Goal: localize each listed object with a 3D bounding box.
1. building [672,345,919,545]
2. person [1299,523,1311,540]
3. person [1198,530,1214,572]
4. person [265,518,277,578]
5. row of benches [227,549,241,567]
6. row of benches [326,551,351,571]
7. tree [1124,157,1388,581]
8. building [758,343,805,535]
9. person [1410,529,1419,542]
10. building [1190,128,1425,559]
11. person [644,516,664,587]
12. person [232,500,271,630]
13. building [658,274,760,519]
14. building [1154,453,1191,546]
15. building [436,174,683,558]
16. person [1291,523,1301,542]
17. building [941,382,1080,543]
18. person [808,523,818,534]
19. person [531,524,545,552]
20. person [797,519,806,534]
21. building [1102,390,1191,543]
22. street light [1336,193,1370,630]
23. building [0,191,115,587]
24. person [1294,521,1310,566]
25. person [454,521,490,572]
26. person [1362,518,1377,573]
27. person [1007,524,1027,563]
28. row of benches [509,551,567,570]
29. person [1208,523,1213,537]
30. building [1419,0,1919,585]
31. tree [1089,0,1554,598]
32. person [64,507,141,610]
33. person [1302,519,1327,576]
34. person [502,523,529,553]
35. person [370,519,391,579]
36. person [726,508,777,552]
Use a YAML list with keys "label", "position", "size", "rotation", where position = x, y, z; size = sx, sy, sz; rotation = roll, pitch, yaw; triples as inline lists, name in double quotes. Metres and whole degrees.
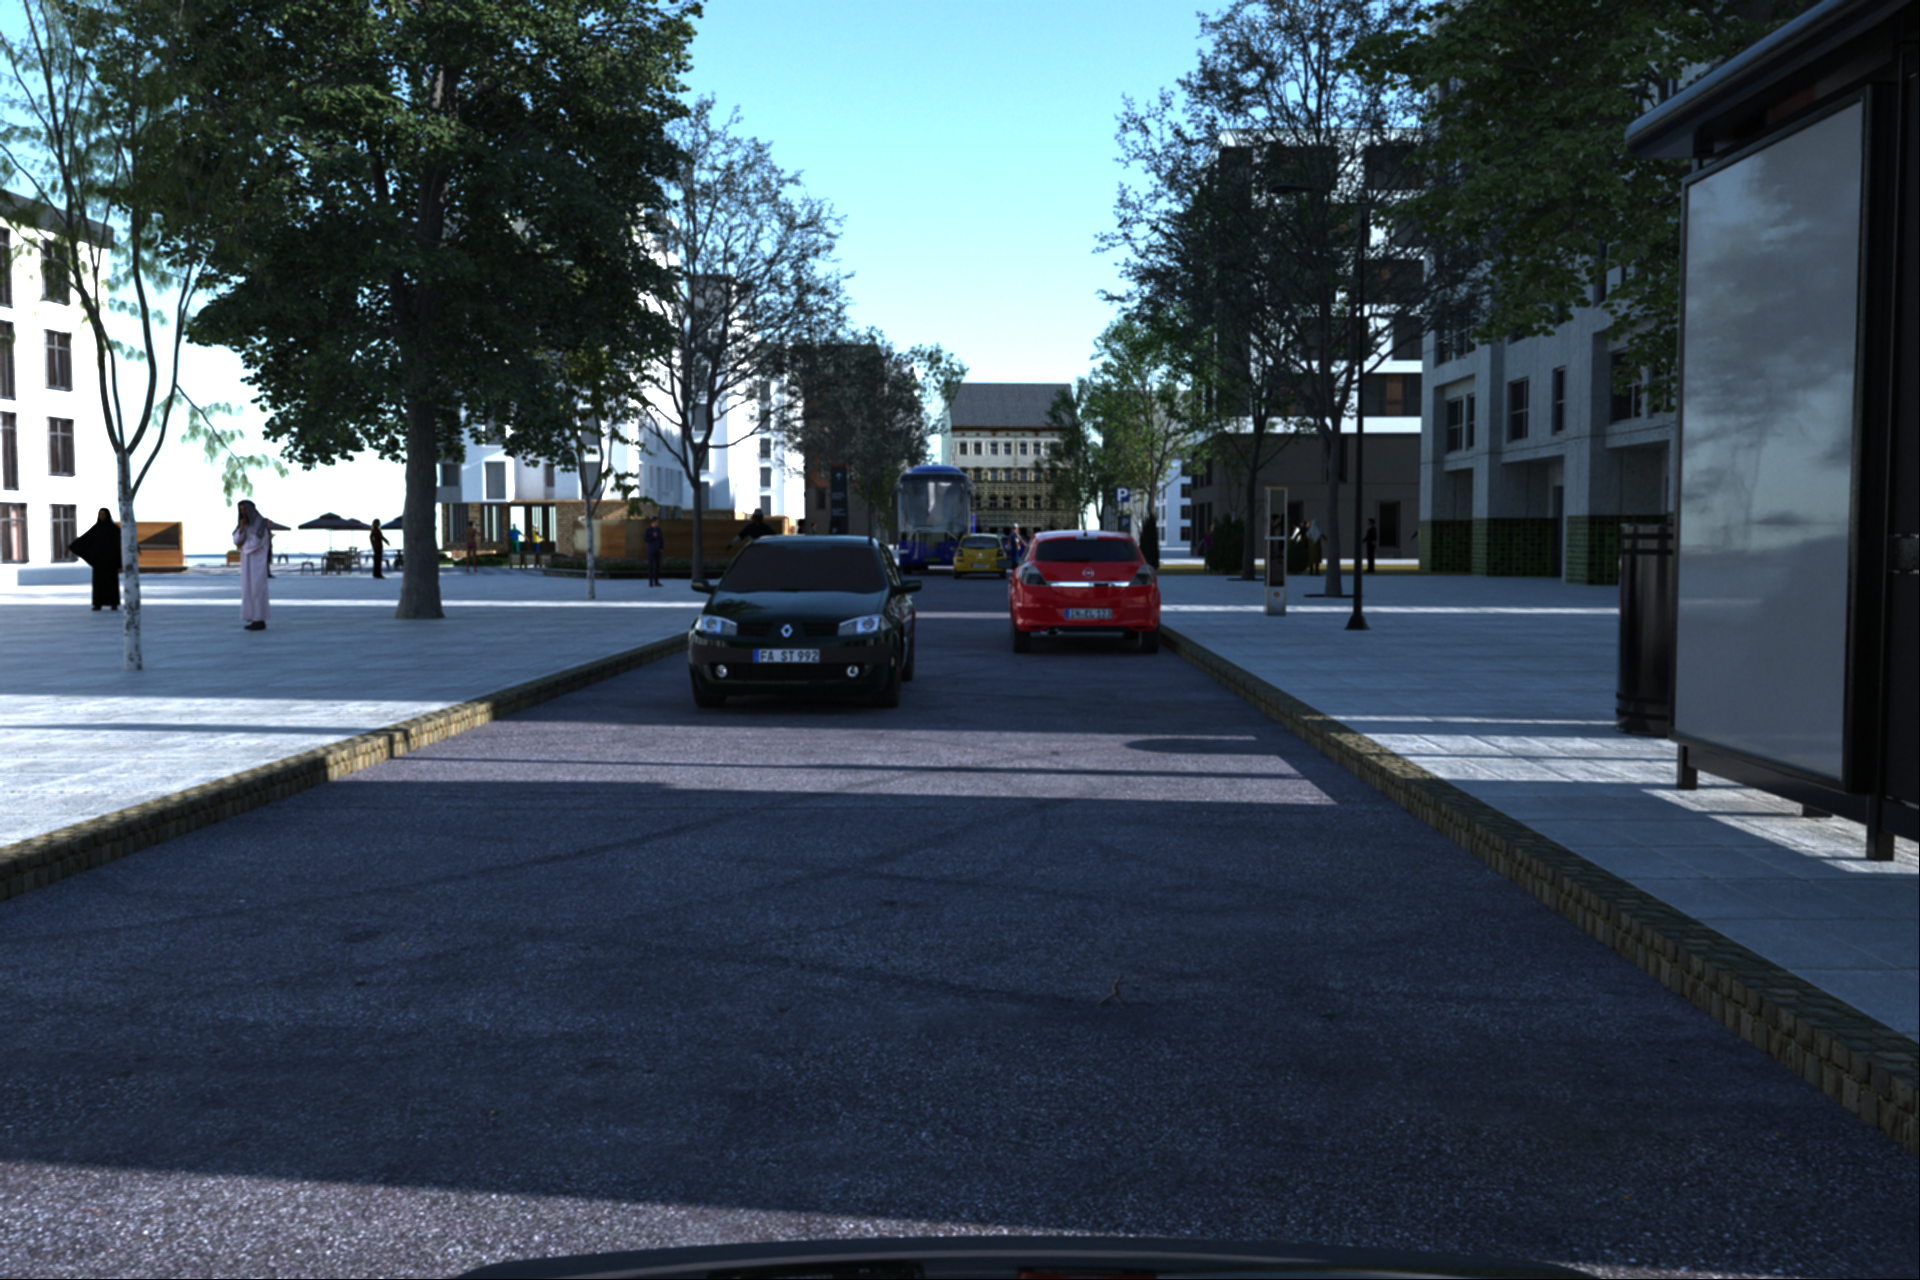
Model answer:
- label: "building"
  position: [-19.365, -21.971, 203.198]
  size: [27.936, 21.610, 32.646]
  rotation: [0, 4, 1]
- label: "person"
  position: [17.108, -4.934, 86.438]
  size: [1.354, 1.858, 0.705]
  rotation: [-1, 4, -12]
- label: "person"
  position: [8.357, -2.979, 57.974]
  size: [0.991, 1.433, 0.599]
  rotation: [-2, 4, -30]
- label: "person"
  position: [-20.134, -2.695, 50.641]
  size: [0.750, 1.759, 0.617]
  rotation: [1, 4, 16]
- label: "row of benches"
  position: [-28.674, -3.246, 68.530]
  size: [1.422, 0.672, 4.104]
  rotation: [-1, 4, -22]
- label: "row of benches"
  position: [-22.426, -2.879, 62.540]
  size: [1.422, 0.672, 4.104]
  rotation: [-1, 4, -16]
- label: "tree"
  position: [8.092, -7.439, 47.387]
  size: [9.928, 11.665, 9.643]
  rotation: [0, 3, 0]
- label: "building"
  position: [-21.930, -19.339, 172.620]
  size: [16.016, 20.090, 11.380]
  rotation: [0, 4, 1]
- label: "person"
  position: [19.847, -4.169, 74.129]
  size: [1.349, 1.833, 0.705]
  rotation: [3, 4, 39]
- label: "building"
  position: [27.595, -15.879, 103.599]
  size: [27.936, 21.610, 32.646]
  rotation: [0, 4, 2]
- label: "person"
  position: [-7.497, -2.170, 42.438]
  size: [0.541, 1.710, 0.530]
  rotation: [-2, 4, -35]
- label: "person"
  position: [-9.519, -1.012, 23.257]
  size: [0.551, 1.740, 0.621]
  rotation: [1, 4, 10]
- label: "building"
  position: [-21.538, -16.568, 127.302]
  size: [16.016, 20.090, 11.380]
  rotation: [0, 4, 2]
- label: "building"
  position: [25.883, -14.528, 179.675]
  size: [9.099, 9.664, 28.070]
  rotation: [0, 4, 1]
- label: "building"
  position: [-22.114, -14.443, 92.556]
  size: [16.016, 20.090, 11.380]
  rotation: [0, 4, 1]
- label: "person"
  position: [15.720, -4.586, 81.166]
  size: [0.705, 1.806, 1.347]
  rotation: [2, 4, 30]
- label: "building"
  position: [6.919, -25.480, 249.975]
  size: [18.063, 23.208, 19.493]
  rotation: [0, 4, -5]
- label: "person"
  position: [-6.550, -4.373, 77.762]
  size: [0.705, 1.796, 1.348]
  rotation: [-2, 4, -34]
- label: "person"
  position: [-21.429, -4.976, 87.821]
  size: [0.721, 1.772, 1.216]
  rotation: [-3, 5, -44]
- label: "person"
  position: [-5.661, -3.440, 62.393]
  size: [0.704, 1.843, 1.345]
  rotation: [1, 4, 12]
- label: "building"
  position: [27.462, -21.668, 220.733]
  size: [16.747, 18.905, 31.486]
  rotation: [0, 4, 1]
- label: "street light"
  position: [5.885, -3.092, 23.099]
  size: [1.470, 5.913, 1.316]
  rotation: [0, 4, 1]
- label: "building"
  position: [-24.299, -5.590, 33.544]
  size: [9.099, 9.664, 28.070]
  rotation: [0, 4, 2]
- label: "person"
  position: [13.415, -3.724, 67.112]
  size: [0.704, 1.802, 1.346]
  rotation: [-3, 4, -38]
- label: "person"
  position: [-16.442, -3.152, 58.345]
  size: [1.217, 1.733, 0.721]
  rotation: [0, 4, -2]
- label: "person"
  position: [13.614, -3.139, 57.510]
  size: [0.705, 1.806, 1.347]
  rotation: [0, 4, -5]
- label: "person"
  position: [2.227, -3.737, 69.412]
  size: [0.705, 1.847, 1.347]
  rotation: [-2, 4, -32]
- label: "row of benches"
  position: [-15.352, -2.899, 62.860]
  size: [1.422, 0.672, 4.104]
  rotation: [-2, 4, -35]
- label: "person"
  position: [12.564, -4.911, 86.436]
  size: [0.704, 1.812, 1.346]
  rotation: [2, 4, 31]
- label: "building"
  position: [24.074, -10.868, 44.156]
  size: [16.747, 18.905, 31.486]
  rotation: [0, 4, 1]
- label: "tree"
  position: [7.518, -7.620, 34.960]
  size: [12.009, 13.543, 11.850]
  rotation: [0, 3, 0]
- label: "person"
  position: [-14.398, -1.366, 29.115]
  size: [1.214, 1.737, 0.721]
  rotation: [-1, 4, -9]
- label: "person"
  position: [10.991, -2.848, 53.333]
  size: [0.721, 1.736, 1.217]
  rotation: [-2, 4, -35]
- label: "person"
  position: [-21.549, -4.755, 83.874]
  size: [1.347, 1.817, 0.704]
  rotation: [0, 4, 0]
- label: "person"
  position: [-16.770, -2.647, 50.086]
  size: [0.721, 1.729, 1.215]
  rotation: [-3, 5, -41]
- label: "person"
  position: [-4.402, -1.948, 37.719]
  size: [1.351, 1.845, 0.704]
  rotation: [0, 4, -6]
